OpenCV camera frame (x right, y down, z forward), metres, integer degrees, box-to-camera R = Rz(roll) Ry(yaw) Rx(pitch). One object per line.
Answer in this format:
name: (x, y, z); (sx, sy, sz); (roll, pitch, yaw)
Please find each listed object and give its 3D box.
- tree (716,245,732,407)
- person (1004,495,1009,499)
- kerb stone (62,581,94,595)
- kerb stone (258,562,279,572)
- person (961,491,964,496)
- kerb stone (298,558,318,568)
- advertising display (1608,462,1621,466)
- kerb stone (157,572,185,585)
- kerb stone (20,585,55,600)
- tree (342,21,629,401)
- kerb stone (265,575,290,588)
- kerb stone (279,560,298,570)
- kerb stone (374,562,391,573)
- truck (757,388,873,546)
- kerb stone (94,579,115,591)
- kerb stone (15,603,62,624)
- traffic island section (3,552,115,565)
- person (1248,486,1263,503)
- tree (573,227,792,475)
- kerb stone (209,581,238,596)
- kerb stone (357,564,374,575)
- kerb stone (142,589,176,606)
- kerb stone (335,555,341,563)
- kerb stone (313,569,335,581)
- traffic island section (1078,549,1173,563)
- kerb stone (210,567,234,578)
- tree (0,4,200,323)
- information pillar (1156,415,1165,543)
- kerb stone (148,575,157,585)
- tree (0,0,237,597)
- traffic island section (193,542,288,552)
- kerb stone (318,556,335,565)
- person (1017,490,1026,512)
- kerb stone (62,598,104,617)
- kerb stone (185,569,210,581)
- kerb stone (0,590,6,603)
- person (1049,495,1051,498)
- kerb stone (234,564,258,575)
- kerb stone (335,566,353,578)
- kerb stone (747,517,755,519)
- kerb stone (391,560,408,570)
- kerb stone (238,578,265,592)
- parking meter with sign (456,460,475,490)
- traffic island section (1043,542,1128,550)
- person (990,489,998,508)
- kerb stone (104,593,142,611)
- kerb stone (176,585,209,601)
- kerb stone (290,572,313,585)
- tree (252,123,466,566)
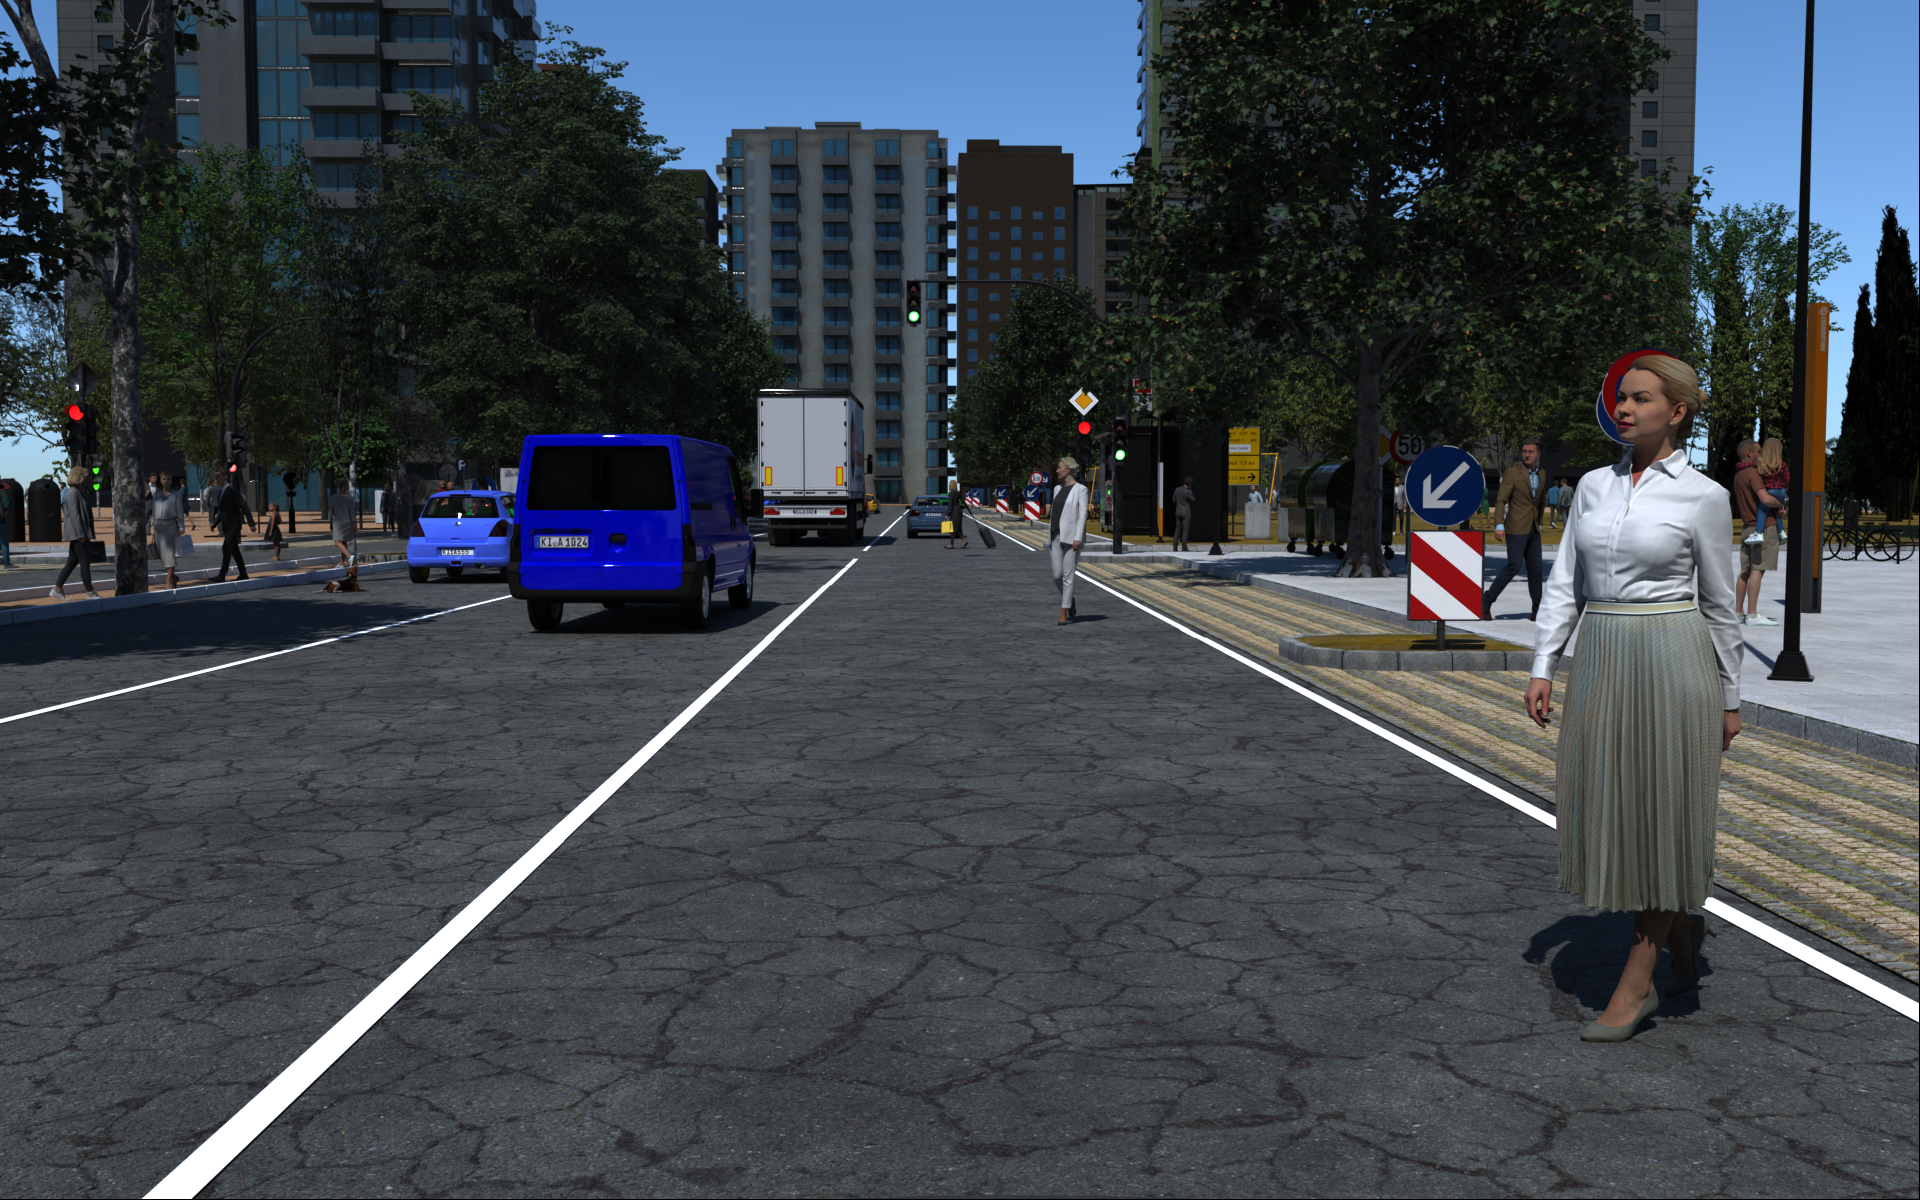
tree: (-12.248, -9.188, 59.331); (9.857, 13.997, 8.962); (0, 3, 0)
person: (4.471, -10.277, 174.200); (0.705, 1.807, 1.348); (-3, 5, -41)
kerb stone: (-12.690, -0.152, 24.690); (0.120, 0.150, 1.000); (0, 4, -1)
kerb stone: (-12.831, -0.591, 31.866); (0.120, 0.150, 1.000); (0, 4, -1)
person: (0.125, -10.798, 185.772); (1.217, 1.735, 0.721); (-1, 4, -12)
kerb stone: (-12.869, -0.718, 33.927); (0.120, 0.150, 1.000); (0, 4, -1)
advertising display: (13.341, -1.789, 34.461); (0.974, 1.923, 0.123); (-1, 4, -12)
kerb stone: (-12.747, -0.341, 27.766); (0.120, 0.150, 1.000); (0, 4, -1)
kerb stone: (-12.680, -0.088, 23.668); (0.120, 0.150, 1.000); (0, 4, -1)
tree: (-11.936, -8.488, 47.889); (9.857, 13.997, 8.962); (0, 3, 0)
kerb stone: (-10.632, -0.278, 26.748); (0.120, 0.150, 1.000); (0, 4, -1)
kerb stone: (-12.857, -0.648, 32.890); (0.120, 0.150, 1.000); (0, 4, -1)
kerb stone: (-10.732, -0.592, 31.874); (0.120, 0.150, 1.000); (0, 4, -1)
truck: (-4.196, -3.828, 51.496); (2.839, 4.237, 11.283); (0, 4, -1)
kerb stone: (-12.706, -0.212, 25.718); (0.120, 0.150, 1.000); (0, 4, -1)
kerb stone: (-10.487, 0.161, 19.560); (0.120, 0.150, 1.000); (0, 4, -1)
traffic island section: (-18.461, -0.874, 36.577); (2.009, 0.180, 2.903); (0, 4, -1)
person: (9.147, -2.812, 53.828); (0.330, 1.601, 0.589); (-2, 4, -32)
tree: (-12.199, -9.237, 70.483); (9.611, 12.733, 9.660); (0, 3, 0)
kerb stone: (-10.591, -0.152, 24.700); (0.120, 0.150, 1.000); (0, 4, -1)
kerb stone: (-10.710, -0.529, 30.841); (0.120, 0.150, 1.000); (0, 4, -1)
kerb stone: (-10.553, -0.027, 22.636); (0.120, 0.150, 1.000); (0, 4, -1)
kerb stone: (-12.915, -0.842, 35.978); (0.120, 0.150, 1.000); (0, 4, -1)
kerb stone: (-10.667, -0.403, 28.795); (0.120, 0.150, 1.000); (0, 4, -1)
traffic island section: (3.376, -0.900, 37.000); (2.009, 0.180, 2.903); (0, 4, -1)
kerb stone: (-12.796, -0.465, 29.809); (0.120, 0.150, 1.000); (0, 4, -1)
tree: (-11.649, -5.740, 13.322); (9.611, 12.733, 9.660); (0, 3, 0)
information pillar: (5.293, -3.325, 45.725); (0.183, 3.616, 0.504); (0, 4, 0)
kerb stone: (-12.729, -0.277, 26.743); (0.120, 0.150, 1.000); (0, 4, -1)
tree: (-12.730, -10.148, 24.266); (12.611, 20.169, 13.585); (0, 3, 0)
traffic island section: (-18.619, -1.363, 44.560); (2.009, 0.180, 2.903); (0, 4, -1)
kerb stone: (-12.896, -0.780, 34.949); (0.120, 0.150, 1.000); (0, 4, -1)
person: (4.466, -7.218, 124.864); (0.445, 1.727, 0.742); (3, 5, 43)
kerb stone: (-10.505, 0.099, 20.583); (0.120, 0.150, 1.000); (0, 4, -1)
kerb stone: (-12.777, -0.400, 28.788); (0.120, 0.150, 1.000); (0, 4, -1)
kerb stone: (-12.644, -0.027, 22.641); (0.120, 0.150, 1.000); (0, 4, -1)
person: (9.471, -10.191, 172.745); (1.350, 1.814, 0.705); (2, 4, 34)
kerb stone: (-12.809, -0.527, 30.844); (0.120, 0.150, 1.000); (0, 4, -1)
kerb stone: (-10.697, -0.466, 29.817); (0.120, 0.150, 1.000); (0, 4, -1)
kerb stone: (-12.078, -4.762, 100.047); (0.120, 0.150, 1.000); (0, 4, -1)
kerb stone: (-10.752, -0.654, 32.895); (0.120, 0.150, 1.000); (0, 4, -1)
kerb stone: (-10.613, -0.215, 25.725); (0.120, 0.150, 1.000); (0, 4, -1)
parking meter with sign: (-24.570, -5.554, 87.070); (1.738, 3.016, 0.543); (3, 5, 41)
traffic island section: (3.218, -1.389, 44.984); (2.009, 0.180, 2.903); (0, 4, -1)
person: (3.253, -9.133, 156.100); (1.217, 1.736, 0.721); (0, 4, 8)
kerb stone: (-10.524, 0.038, 21.614); (0.120, 0.150, 1.000); (0, 4, -1)
kerb stone: (-10.566, -0.090, 23.669); (0.120, 0.150, 1.000); (0, 4, -1)
kerb stone: (-10.647, -0.339, 27.769); (0.120, 0.150, 1.000); (0, 4, -1)
tree: (-12.087, -4.990, 34.405); (4.360, 8.622, 3.978); (0, 3, 0)
